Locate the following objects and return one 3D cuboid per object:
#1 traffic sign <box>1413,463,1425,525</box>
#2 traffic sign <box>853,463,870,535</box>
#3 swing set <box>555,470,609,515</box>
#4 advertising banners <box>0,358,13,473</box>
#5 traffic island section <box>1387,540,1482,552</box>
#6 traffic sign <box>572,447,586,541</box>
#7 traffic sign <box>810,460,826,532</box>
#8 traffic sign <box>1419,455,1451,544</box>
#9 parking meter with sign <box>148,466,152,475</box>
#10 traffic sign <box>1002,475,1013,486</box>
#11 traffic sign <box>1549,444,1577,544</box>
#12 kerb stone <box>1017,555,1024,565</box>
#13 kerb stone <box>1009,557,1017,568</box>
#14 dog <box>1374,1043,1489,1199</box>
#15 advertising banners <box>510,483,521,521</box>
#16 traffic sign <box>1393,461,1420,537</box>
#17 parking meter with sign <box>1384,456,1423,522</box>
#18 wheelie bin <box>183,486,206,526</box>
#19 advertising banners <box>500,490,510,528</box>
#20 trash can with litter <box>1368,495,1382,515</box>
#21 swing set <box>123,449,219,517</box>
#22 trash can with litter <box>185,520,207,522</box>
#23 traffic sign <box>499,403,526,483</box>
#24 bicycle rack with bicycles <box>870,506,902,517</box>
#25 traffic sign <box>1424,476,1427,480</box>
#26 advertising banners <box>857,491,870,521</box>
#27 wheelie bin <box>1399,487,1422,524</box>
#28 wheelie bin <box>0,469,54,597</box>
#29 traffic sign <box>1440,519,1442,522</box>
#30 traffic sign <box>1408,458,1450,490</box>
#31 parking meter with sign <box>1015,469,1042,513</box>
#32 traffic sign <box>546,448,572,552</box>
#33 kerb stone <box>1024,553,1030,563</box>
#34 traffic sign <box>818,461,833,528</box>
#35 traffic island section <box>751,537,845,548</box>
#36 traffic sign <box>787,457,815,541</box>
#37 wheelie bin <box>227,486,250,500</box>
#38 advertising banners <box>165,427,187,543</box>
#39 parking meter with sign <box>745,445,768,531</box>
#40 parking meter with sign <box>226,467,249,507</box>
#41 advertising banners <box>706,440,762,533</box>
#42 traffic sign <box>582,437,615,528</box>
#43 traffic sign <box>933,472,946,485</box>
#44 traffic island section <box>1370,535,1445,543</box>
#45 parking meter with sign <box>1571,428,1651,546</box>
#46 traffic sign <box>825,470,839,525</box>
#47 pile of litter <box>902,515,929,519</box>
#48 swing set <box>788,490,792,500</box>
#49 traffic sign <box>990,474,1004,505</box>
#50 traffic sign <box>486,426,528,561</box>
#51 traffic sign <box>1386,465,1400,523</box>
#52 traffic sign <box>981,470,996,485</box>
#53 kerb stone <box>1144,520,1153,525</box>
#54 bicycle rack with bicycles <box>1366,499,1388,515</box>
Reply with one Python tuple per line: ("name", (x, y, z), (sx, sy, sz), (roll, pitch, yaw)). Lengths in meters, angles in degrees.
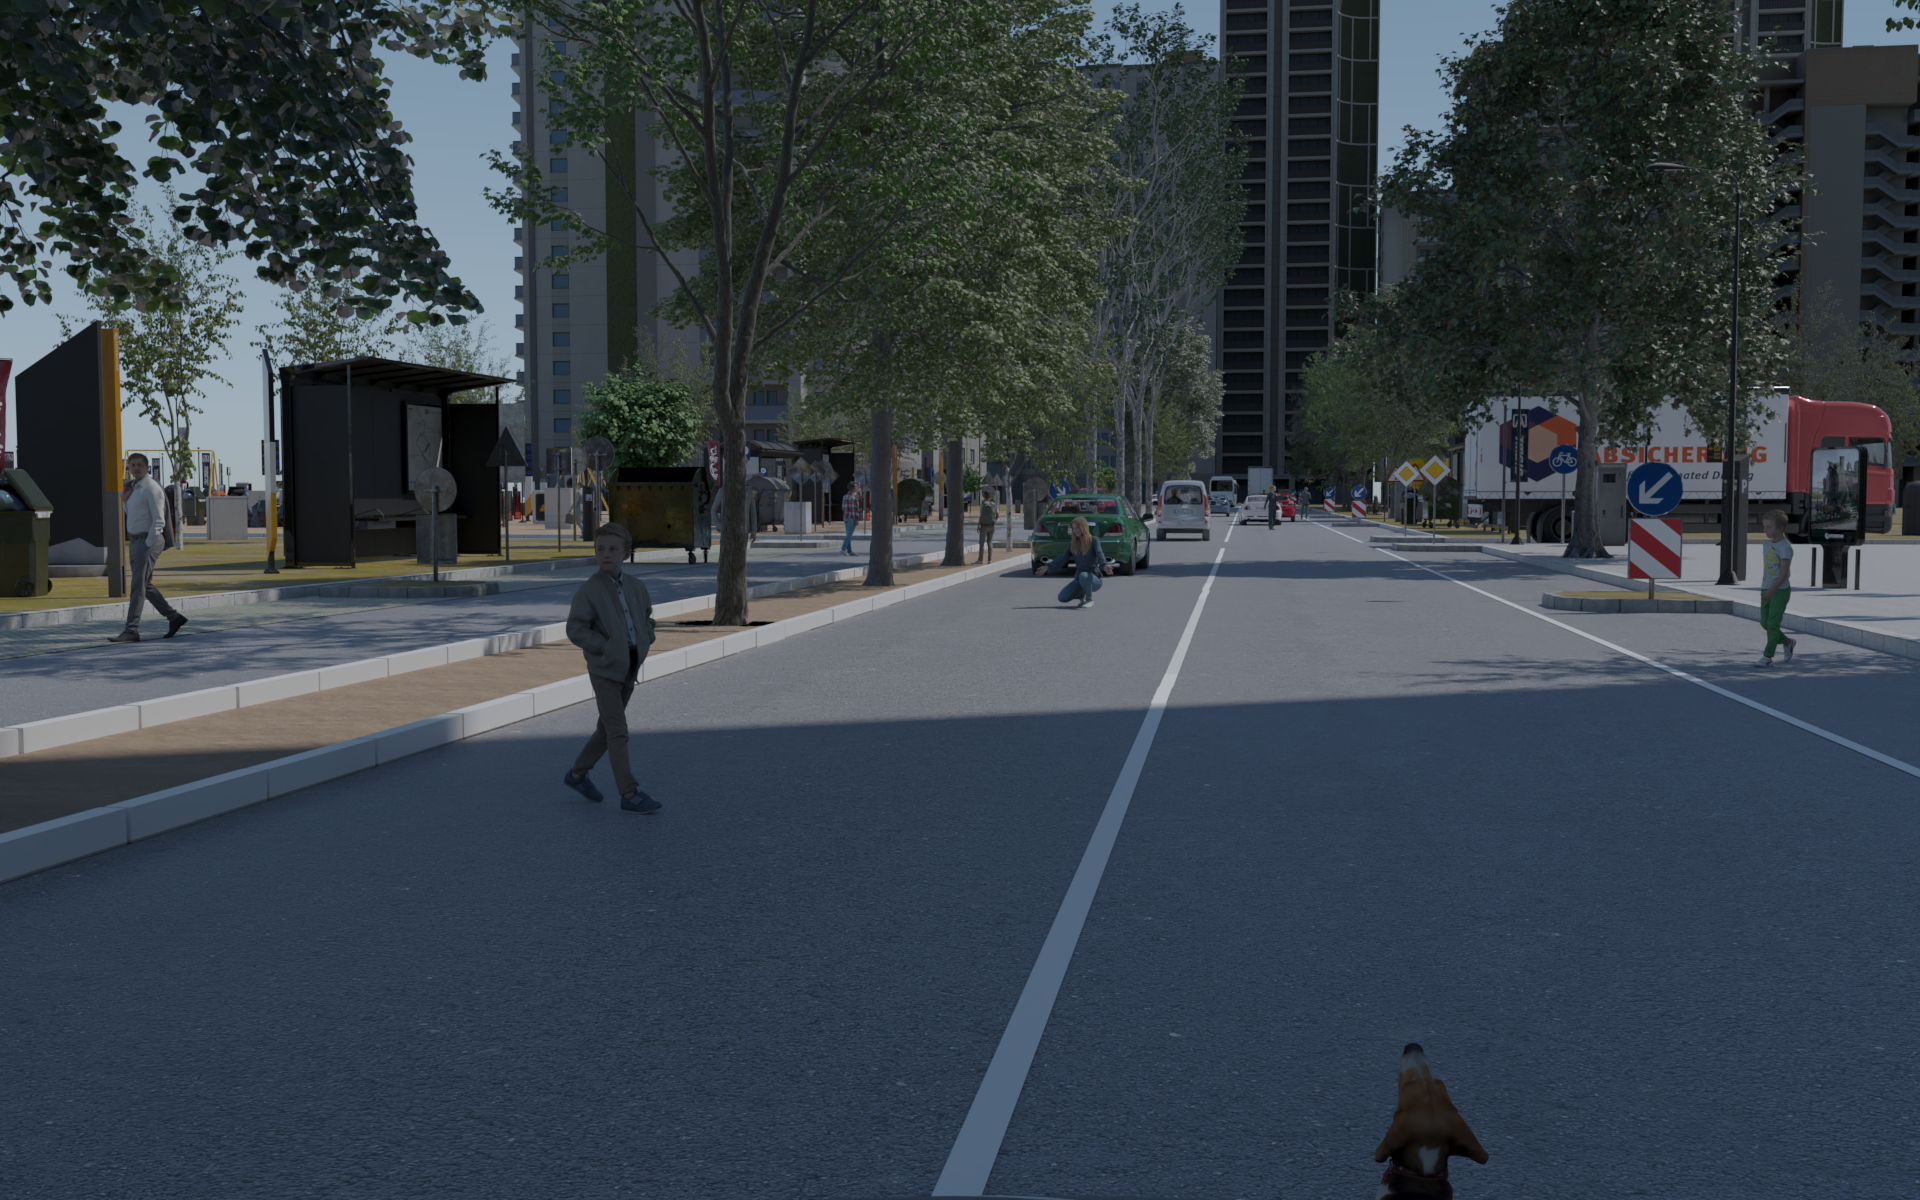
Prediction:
("traffic sign", (18.954, -4.414, 72.165), (0.884, 2.594, 0.081), (1, 4, 17))
("traffic sign", (-3.010, -3.129, 54.809), (0.795, 2.450, 0.064), (1, 4, 9))
("swing set", (-19.445, -5.520, 87.871), (2.862, 2.851, 3.119), (0, 4, 6))
("advertising banners", (-13.005, -1.564, 21.762), (2.074, 3.025, 0.090), (-3, 5, -40))
("traffic island section", (12.136, -1.346, 44.286), (2.009, 0.180, 2.903), (1, 4, 9))
("traffic sign", (-10.528, -2.885, 47.275), (0.768, 2.556, 0.104), (1, 4, 15))
("traffic sign", (-4.933, -3.537, 59.012), (0.795, 2.450, 0.064), (1, 4, 15))
("traffic sign", (12.112, -2.481, 44.213), (0.795, 2.450, 0.064), (1, 4, 9))
("parking meter with sign", (-50.118, -6.731, 106.320), (0.543, 3.016, 1.738), (-3, 4, -39))
("traffic sign", (3.087, -6.876, 112.527), (0.768, 2.556, 0.104), (1, 4, 10))
("traffic sign", (15.484, -2.711, 44.427), (0.768, 2.556, 0.104), (1, 4, 11))
("kerb stone", (1.115, -0.777, 34.906), (0.120, 0.150, 1.000), (1, 4, 9))
("kerb stone", (0.949, -0.710, 33.894), (0.120, 0.150, 1.000), (1, 4, 9))
("dog", (0.720, 1.050, 3.034), (0.748, 0.427, 0.550), (-2, 4, -33))
("advertising banners", (-21.597, -5.311, 83.024), (0.090, 3.025, 2.074), (-3, 5, -39))
("traffic sign", (13.411, -2.963, 52.092), (0.795, 2.450, 0.064), (1, 4, 9))
("parking meter with sign", (20.341, -5.088, 79.449), (1.738, 3.016, 0.543), (1, 4, 17))
("wheelie bin", (-30.918, -3.793, 69.930), (0.693, 1.594, 0.980), (0, 4, 6))
("advertising banners", (-17.515, -4.256, 65.780), (0.090, 3.025, 2.074), (0, 4, 0))
("trash can with litter", (24.934, -5.724, 104.648), (1.678, 1.210, 2.233), (2, 4, 25))
("swing set", (-27.671, -3.879, 61.037), (3.119, 2.851, 2.862), (-1, 4, -13))
("trash can with litter", (-34.954, -4.133, 78.629), (1.678, 1.210, 2.233), (1, 4, 18))
("traffic sign", (-10.846, -2.763, 39.046), (2.265, 3.308, 0.079), (1, 4, 14))
("bicycle rack with bicycles", (-4.163, -5.241, 99.074), (2.852, 0.926, 2.925), (3, 5, 41))
("traffic sign", (26.441, -5.941, 97.247), (0.768, 2.556, 0.104), (1, 4, 11))
("advertising banners", (-4.425, -5.282, 82.545), (0.090, 3.025, 2.074), (1, 4, 22))
("wheelie bin", (19.201, -4.050, 74.125), (0.693, 1.594, 0.980), (-1, 4, -12))
("wheelie bin", (-11.819, -0.842, 21.675), (0.693, 1.594, 0.980), (-1, 4, -9))
("traffic sign", (21.808, -4.791, 78.447), (0.768, 2.556, 0.104), (1, 4, 19))
("traffic sign", (26.395, -6.346, 97.628), (2.265, 3.308, 0.079), (1, 4, 13))
("parking meter with sign", (4.574, -7.338, 116.232), (1.738, 3.016, 0.543), (1, 4, 9))
("traffic sign", (-8.839, -2.205, 38.174), (0.606, 2.300, 0.079), (1, 4, 13))
("kerb stone", (1.287, -0.839, 35.914), (0.120, 0.150, 1.000), (1, 4, 9))
("traffic sign", (-5.222, -4.027, 65.950), (0.768, 2.556, 0.104), (1, 4, 16))
("traffic island section", (-4.333, -1.512, 46.996), (2.009, 0.180, 2.903), (1, 4, 9))
("traffic sign", (-4.308, -2.648, 46.930), (0.795, 2.450, 0.064), (1, 4, 9))
("wheelie bin", (-29.345, -3.822, 70.401), (0.693, 1.594, 0.980), (3, 5, 44))
("advertising banners", (-20.853, -3.033, 45.784), (2.074, 3.025, 0.090), (3, 5, 43))
("parking meter with sign", (-7.289, -3.959, 60.983), (0.543, 3.016, 1.738), (-2, 4, -32))
("parking meter with sign", (-46.191, -7.047, 111.476), (1.738, 3.016, 0.543), (0, 4, -6))
("advertising banners", (-7.375, -3.690, 56.513), (2.074, 3.025, 0.090), (-3, 4, -38))
("traffic sign", (-8.018, -2.339, 38.346), (0.768, 2.556, 0.104), (1, 4, 11))
("traffic sign", (-1.139, -5.939, 97.201), (0.768, 2.556, 0.104), (1, 4, 19))
("traffic island section", (13.435, -1.828, 52.166), (2.009, 0.180, 2.903), (1, 4, 9))
("parking meter with sign", (16.110, -2.853, 42.914), (1.738, 3.016, 0.543), (1, 4, 11))
("traffic sign", (-5.364, -4.291, 71.336), (0.795, 2.450, 0.064), (1, 4, 12))
("pile of litter", (-2.380, -4.660, 90.162), (1.176, 0.858, 1.719), (-1, 4, -20))
("swing set", (-7.637, -5.611, 89.360), (2.862, 2.851, 3.119), (0, 4, 6))
("traffic sign", (2.315, -6.663, 108.936), (0.884, 2.594, 0.081), (1, 4, 19))
("traffic sign", (-8.719, -2.036, 33.301), (0.884, 2.594, 0.081), (1, 4, 16))
("traffic sign", (19.482, -4.738, 77.470), (0.884, 2.594, 0.081), (1, 4, 16))
("traffic sign", (1.548, -5.817, 95.108), (0.884, 2.594, 0.081), (1, 4, 10))
("kerb stone", (9.042, -3.719, 83.048), (0.120, 0.150, 1.000), (1, 4, 9))
("bicycle rack with bicycles", (30.185, -6.582, 120.996), (2.925, 0.926, 2.852), (0, 4, 0))
